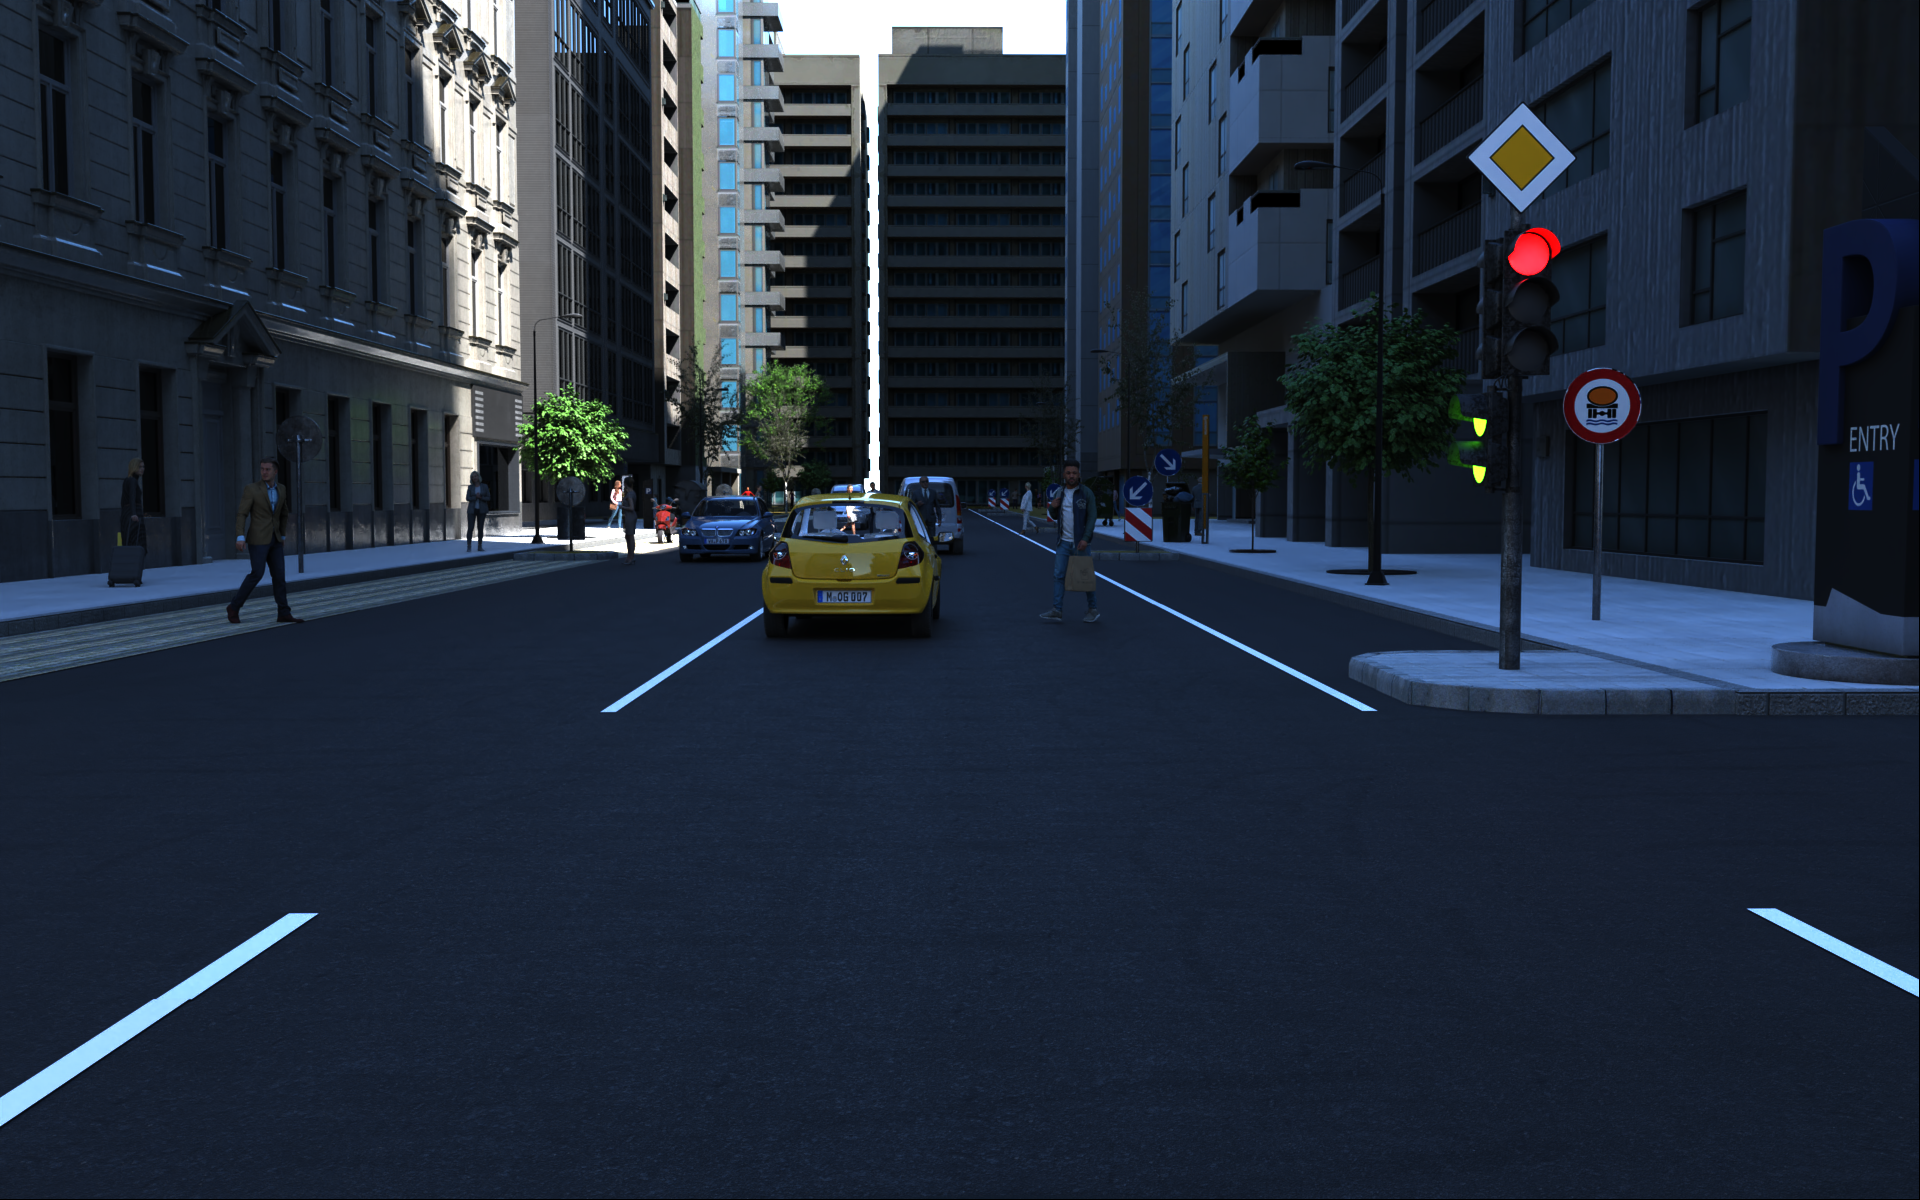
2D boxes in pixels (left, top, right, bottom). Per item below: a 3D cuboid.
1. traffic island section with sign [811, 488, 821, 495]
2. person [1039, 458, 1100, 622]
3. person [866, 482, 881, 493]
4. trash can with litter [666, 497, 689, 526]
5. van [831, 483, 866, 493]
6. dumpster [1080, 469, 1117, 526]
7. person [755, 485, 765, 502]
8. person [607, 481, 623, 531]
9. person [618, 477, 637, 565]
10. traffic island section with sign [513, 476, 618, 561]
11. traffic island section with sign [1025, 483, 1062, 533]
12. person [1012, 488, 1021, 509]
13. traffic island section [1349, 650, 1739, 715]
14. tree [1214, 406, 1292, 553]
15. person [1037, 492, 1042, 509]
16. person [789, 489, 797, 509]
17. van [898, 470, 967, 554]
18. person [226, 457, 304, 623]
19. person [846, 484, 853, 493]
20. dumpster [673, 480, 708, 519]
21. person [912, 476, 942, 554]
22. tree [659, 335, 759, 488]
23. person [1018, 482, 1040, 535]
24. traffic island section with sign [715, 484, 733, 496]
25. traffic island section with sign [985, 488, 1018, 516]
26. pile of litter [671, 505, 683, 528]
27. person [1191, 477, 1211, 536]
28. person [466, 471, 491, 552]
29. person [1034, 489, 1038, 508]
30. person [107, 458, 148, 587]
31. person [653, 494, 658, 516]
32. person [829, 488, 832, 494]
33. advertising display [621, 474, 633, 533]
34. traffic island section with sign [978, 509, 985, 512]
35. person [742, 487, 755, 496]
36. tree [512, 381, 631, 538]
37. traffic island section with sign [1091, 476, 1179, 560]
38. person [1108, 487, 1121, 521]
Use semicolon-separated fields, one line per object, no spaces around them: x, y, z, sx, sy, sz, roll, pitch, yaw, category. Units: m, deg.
-9.514;-6.508;115.029;1.989;1.847;2.006;0;4;-1;traffic island section with sign
1.285;-0.658;19.244;0.713;1.824;0.794;-3;4;-36;person
-2.828;-2.999;57.383;0.661;1.843;0.795;1;4;17;person
-11.437;-3.607;70.362;1.055;1.170;0.624;1;4;14;trash can with litter
-4.585;-3.895;70.691;2.013;2.044;4.112;0;4;-1;van
5.463;-4.095;69.451;1.502;2.255;1.985;0;4;-1;dumpster
-7.503;-3.439;65.073;0.374;1.781;0.599;-1;4;-23;person
-11.974;-3.278;60.226;0.643;1.750;0.593;3;5;41;person
-6.743;-1.610;35.168;0.374;1.781;0.599;0;4;-5;person
-8.579;-1.794;37.961;1.989;1.847;2.006;0;4;-1;traffic island section with sign
3.419;-3.463;65.254;1.989;1.847;2.006;0;4;-1;traffic island section with sign
4.798;-8.610;147.346;0.617;1.759;0.750;2;4;32;person
4.051;0.586;12.701;2.009;0.180;2.903;0;4;-1;traffic island section
6.558;-2.658;38.061;1.663;3.219;1.824;0;3;0;tree
6.758;-8.424;147.003;0.421;1.427;0.697;0;4;-5;person
-14.287;-8.639;147.966;0.721;1.739;1.217;-3;4;-38;person
-0.803;-2.171;42.512;2.013;2.044;4.112;0;4;-2;van
-7.700;-0.653;19.092;0.836;1.842;0.656;0;4;-2;person
-3.444;-2.709;53.540;0.760;1.731;0.466;-1;4;-21;person
-11.330;-4.089;72.610;1.264;1.857;1.865;0;4;-1;dumpster
-0.691;-1.645;35.567;0.661;1.801;0.590;-1;4;-9;person
-11.816;-7.993;81.050;4.360;8.622;3.978;0;3;0;tree
2.442;-3.220;61.019;0.818;1.842;0.514;-1;4;-11;person
-8.902;-3.473;65.410;1.989;1.847;2.006;0;4;-1;traffic island section with sign
2.817;-6.500;114.901;1.989;1.847;2.006;0;4;-1;traffic island section with sign
-11.250;-3.254;67.161;1.176;0.858;1.719;0;4;4;pile of litter
7.456;-2.889;53.449;0.661;1.801;0.590;3;5;40;person
-10.764;-1.986;38.703;0.537;1.800;0.526;-1;4;-10;person
7.134;-9.365;159.685;0.721;1.766;1.217;0;4;0;person
-11.746;-1.112;24.436;0.699;1.804;1.509;-1;4;-9;person
-14.915;-4.533;84.432;0.394;1.301;0.425;0;4;-4;person
-8.670;-6.644;116.754;1.348;1.869;0.705;1;4;20;person
-11.009;-3.185;57.294;0.123;1.923;0.974;-2;4;-27;advertising display
2.487;-8.156;141.976;1.989;1.847;2.006;0;4;-1;traffic island section with sign
-15.995;-7.624;130.634;1.348;1.831;0.705;-1;4;-18;person
-11.341;-4.089;50.565;4.285;4.588;4.351;0;3;0;tree
3.743;-1.815;38.301;1.989;1.847;2.006;0;4;-1;traffic island section with sign
7.347;-4.633;82.385;0.593;1.750;0.643;-2;4;-35;person
